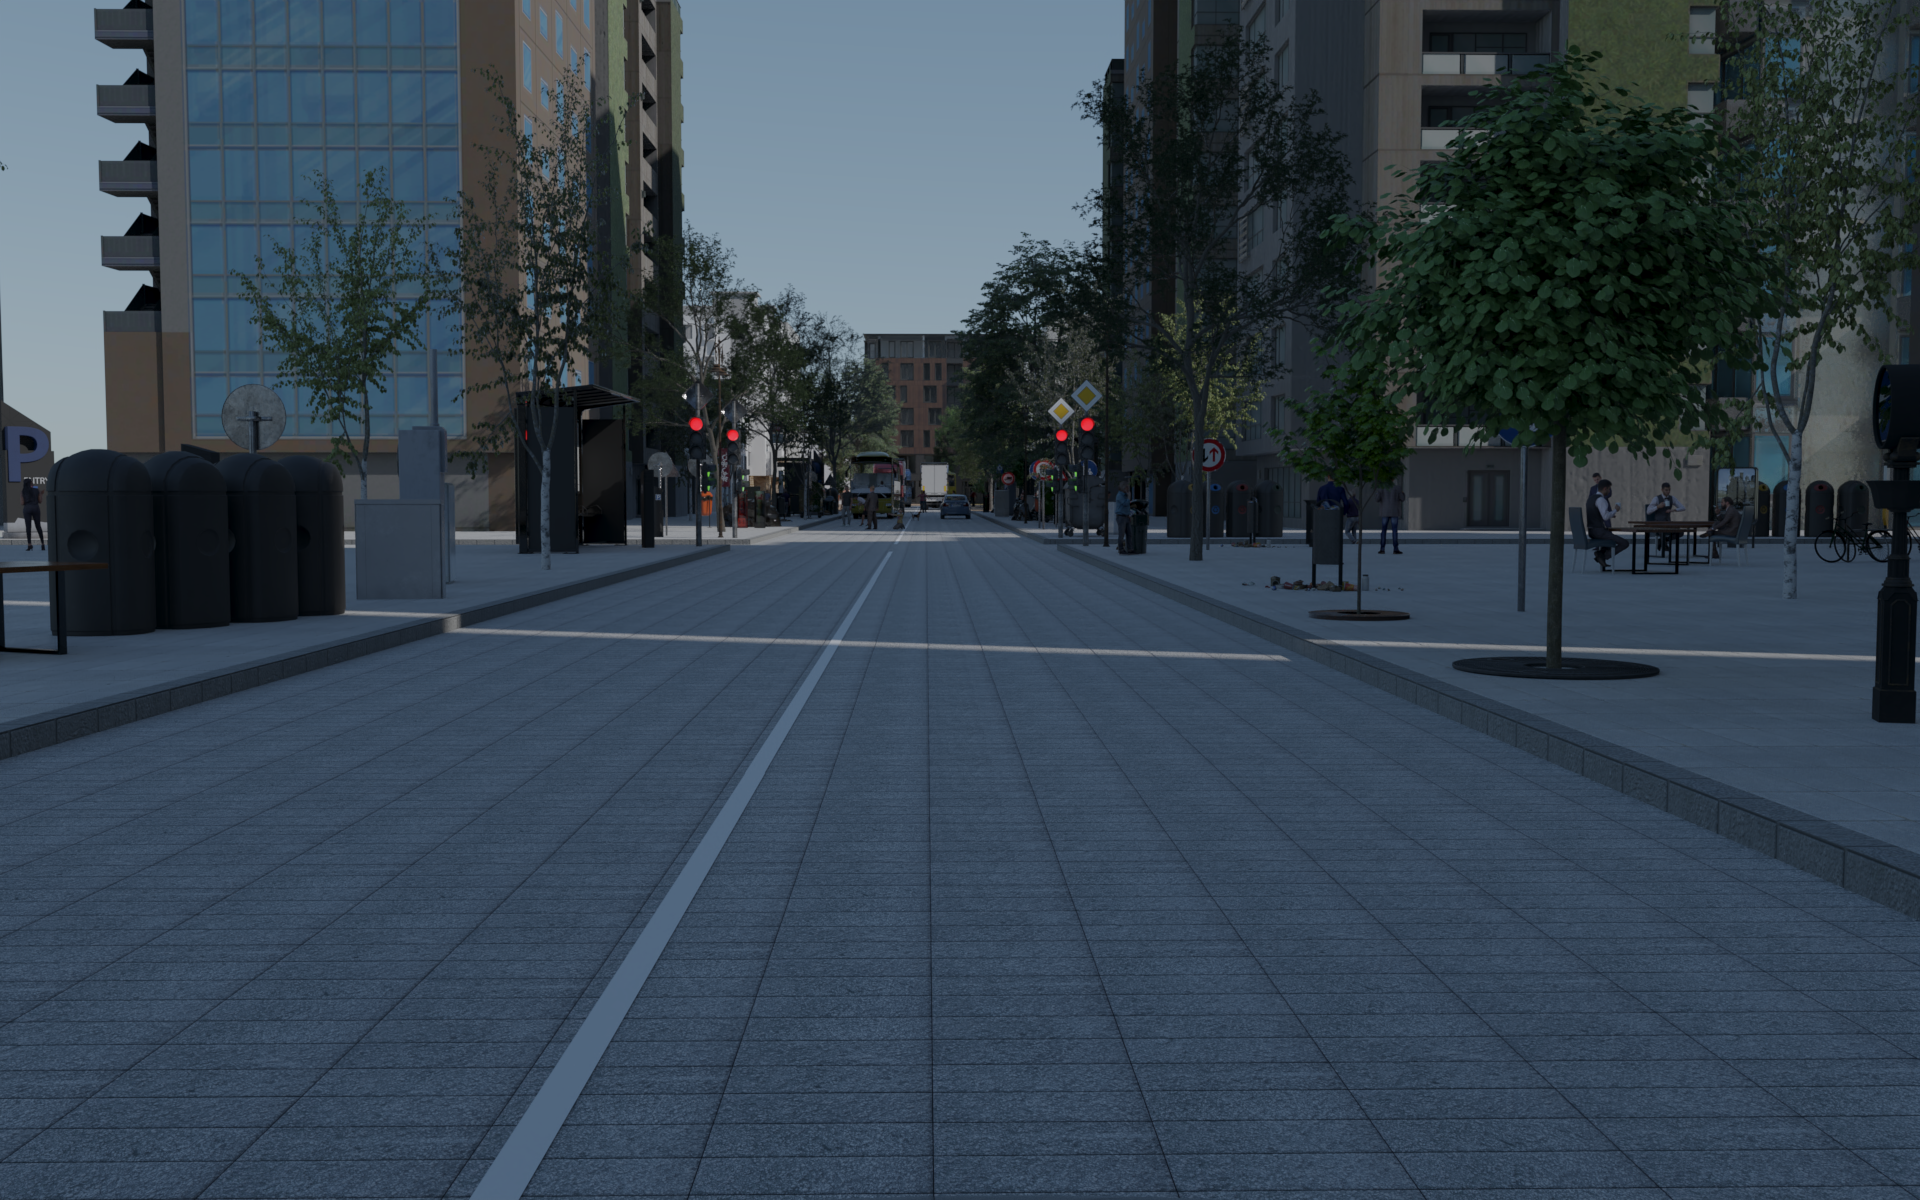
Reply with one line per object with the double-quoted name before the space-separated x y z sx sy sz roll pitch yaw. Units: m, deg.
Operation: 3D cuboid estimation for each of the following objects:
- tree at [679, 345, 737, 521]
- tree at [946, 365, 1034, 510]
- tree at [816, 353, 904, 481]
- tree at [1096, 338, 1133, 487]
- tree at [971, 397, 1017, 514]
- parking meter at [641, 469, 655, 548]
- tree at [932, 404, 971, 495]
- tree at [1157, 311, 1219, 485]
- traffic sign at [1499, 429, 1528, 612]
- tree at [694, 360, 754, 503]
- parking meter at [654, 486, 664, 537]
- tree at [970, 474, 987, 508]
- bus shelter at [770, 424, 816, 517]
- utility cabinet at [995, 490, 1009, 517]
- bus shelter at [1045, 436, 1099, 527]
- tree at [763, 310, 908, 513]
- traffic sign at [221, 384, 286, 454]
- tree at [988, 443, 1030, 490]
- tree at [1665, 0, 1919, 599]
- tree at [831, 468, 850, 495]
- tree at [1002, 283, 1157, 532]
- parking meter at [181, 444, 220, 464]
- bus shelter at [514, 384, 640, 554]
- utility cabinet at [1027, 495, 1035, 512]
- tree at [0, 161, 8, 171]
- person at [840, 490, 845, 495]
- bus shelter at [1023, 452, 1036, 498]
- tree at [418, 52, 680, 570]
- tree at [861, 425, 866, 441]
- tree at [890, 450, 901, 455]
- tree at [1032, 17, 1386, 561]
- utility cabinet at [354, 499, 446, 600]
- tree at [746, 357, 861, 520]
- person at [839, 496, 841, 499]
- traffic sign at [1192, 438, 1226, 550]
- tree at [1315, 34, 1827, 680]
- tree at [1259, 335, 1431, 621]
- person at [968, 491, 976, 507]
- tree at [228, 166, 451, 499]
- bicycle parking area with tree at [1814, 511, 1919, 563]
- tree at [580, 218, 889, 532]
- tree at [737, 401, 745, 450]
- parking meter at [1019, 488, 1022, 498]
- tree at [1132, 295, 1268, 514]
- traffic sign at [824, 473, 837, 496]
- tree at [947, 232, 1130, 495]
"tree" -13.311 -8.162 83.817 4.360 8.622 3.978 0 3 0
"tree" 2.796 -13.411 137.389 7.486 12.596 7.792 0 3 0
"tree" -9.636 -15.408 158.583 9.857 13.997 8.962 0 3 0
"tree" 8.101 -7.741 76.927 4.737 8.622 4.395 0 3 0
"tree" 2.348 -9.986 113.628 4.737 8.622 4.395 0 3 0
"parking meter" -7.465 -2.182 41.389 0.255 1.863 0.399 -1 4 -22
"tree" 0.361 -16.818 200.727 9.928 11.665 9.643 0 3 0
"tree" 8.630 -7.212 68.279 4.360 8.622 3.978 0 3 0
"traffic sign" 6.133 -1.146 18.848 0.768 2.556 0.104 0 4 4
"tree" -12.654 -8.732 93.129 4.737 8.622 4.395 0 3 0
"parking meter" -9.021 -2.639 51.565 0.372 1.533 0.369 0 3 0
"tree" 1.978 -10.102 159.765 1.663 3.219 1.824 0 3 0
"bus shelter" -9.701 -7.517 100.529 2.179 5.291 8.768 0 4 -1
"utility cabinet" 2.346 -5.409 97.113 0.318 1.500 1.173 -2 4 -26
"bus shelter" 4.538 -4.835 70.329 1.731 3.624 6.357 0 4 -1
"tree" -8.443 -12.548 115.529 12.009 13.543 11.850 0 3 0
"traffic sign" -8.166 -1.219 20.034 0.768 2.556 0.104 0 4 3
"tree" 3.242 -7.509 106.486 4.285 4.588 4.351 0 3 0
"tree" 10.370 -4.331 21.170 4.737 8.622 4.395 0 3 0
"tree" -9.147 -8.214 128.897 1.663 3.219 1.824 0 3 0
"tree" 3.786 -6.627 58.719 4.360 8.622 3.978 0 3 0
"parking meter" -8.821 -0.886 20.194 0.399 1.863 0.255 0 4 -1
"bus shelter" -8.755 -2.987 40.116 1.731 3.624 6.357 0 4 -1
"utility cabinet" 3.935 -4.877 90.895 1.020 1.237 0.306 3 4 36
"tree" -15.957 -4.505 24.021 4.737 8.622 4.395 0 3 0
"person" -10.398 -9.001 154.016 0.742 1.727 0.445 0 4 -6
"bus shelter" 4.201 -6.419 96.225 1.731 3.624 6.357 0 4 -1
"tree" -7.114 -4.832 29.373 4.360 8.622 3.978 0 3 0
"tree" -10.319 -13.996 179.190 4.360 8.622 3.978 0 3 0
"tree" -7.887 -8.644 75.748 7.601 10.594 8.767 -2 4 -32
"tree" 4.860 -6.048 33.295 7.601 10.594 8.767 -2 4 -32
"utility cabinet" -6.853 -0.615 21.225 1.020 1.237 0.306 -1 4 -9
"tree" -7.784 -8.279 85.720 4.360 8.622 3.978 0 3 0
"person" -11.666 -9.520 164.947 0.557 1.426 1.065 3 5 41
"traffic sign" 5.673 -2.413 39.554 0.768 2.556 0.104 0 4 5
"tree" 4.382 -1.756 12.432 4.285 4.588 4.351 0 3 0
"tree" 4.191 -1.432 18.021 1.663 3.219 1.824 0 3 0
"person" 1.318 -10.368 175.522 0.705 1.831 1.348 2 4 35
"tree" -13.450 -5.371 38.185 4.737 8.622 4.395 0 3 0
"bicycle parking area with tree" 20.938 -2.686 30.923 9.016 4.147 8.231 -1 4 -15
"tree" -8.314 -7.596 58.601 7.601 10.594 8.767 3 5 44
"tree" -13.466 -8.437 88.304 4.360 8.622 3.978 0 3 0
"parking meter" 4.405 -7.363 126.102 0.255 1.863 0.399 0 3 0
"tree" 8.613 -6.766 60.993 4.737 8.622 4.395 0 3 0
"traffic sign" -8.113 -6.624 108.313 0.884 2.594 0.081 0 4 5
"tree" 4.055 -10.959 85.836 9.857 13.997 8.962 0 3 0
